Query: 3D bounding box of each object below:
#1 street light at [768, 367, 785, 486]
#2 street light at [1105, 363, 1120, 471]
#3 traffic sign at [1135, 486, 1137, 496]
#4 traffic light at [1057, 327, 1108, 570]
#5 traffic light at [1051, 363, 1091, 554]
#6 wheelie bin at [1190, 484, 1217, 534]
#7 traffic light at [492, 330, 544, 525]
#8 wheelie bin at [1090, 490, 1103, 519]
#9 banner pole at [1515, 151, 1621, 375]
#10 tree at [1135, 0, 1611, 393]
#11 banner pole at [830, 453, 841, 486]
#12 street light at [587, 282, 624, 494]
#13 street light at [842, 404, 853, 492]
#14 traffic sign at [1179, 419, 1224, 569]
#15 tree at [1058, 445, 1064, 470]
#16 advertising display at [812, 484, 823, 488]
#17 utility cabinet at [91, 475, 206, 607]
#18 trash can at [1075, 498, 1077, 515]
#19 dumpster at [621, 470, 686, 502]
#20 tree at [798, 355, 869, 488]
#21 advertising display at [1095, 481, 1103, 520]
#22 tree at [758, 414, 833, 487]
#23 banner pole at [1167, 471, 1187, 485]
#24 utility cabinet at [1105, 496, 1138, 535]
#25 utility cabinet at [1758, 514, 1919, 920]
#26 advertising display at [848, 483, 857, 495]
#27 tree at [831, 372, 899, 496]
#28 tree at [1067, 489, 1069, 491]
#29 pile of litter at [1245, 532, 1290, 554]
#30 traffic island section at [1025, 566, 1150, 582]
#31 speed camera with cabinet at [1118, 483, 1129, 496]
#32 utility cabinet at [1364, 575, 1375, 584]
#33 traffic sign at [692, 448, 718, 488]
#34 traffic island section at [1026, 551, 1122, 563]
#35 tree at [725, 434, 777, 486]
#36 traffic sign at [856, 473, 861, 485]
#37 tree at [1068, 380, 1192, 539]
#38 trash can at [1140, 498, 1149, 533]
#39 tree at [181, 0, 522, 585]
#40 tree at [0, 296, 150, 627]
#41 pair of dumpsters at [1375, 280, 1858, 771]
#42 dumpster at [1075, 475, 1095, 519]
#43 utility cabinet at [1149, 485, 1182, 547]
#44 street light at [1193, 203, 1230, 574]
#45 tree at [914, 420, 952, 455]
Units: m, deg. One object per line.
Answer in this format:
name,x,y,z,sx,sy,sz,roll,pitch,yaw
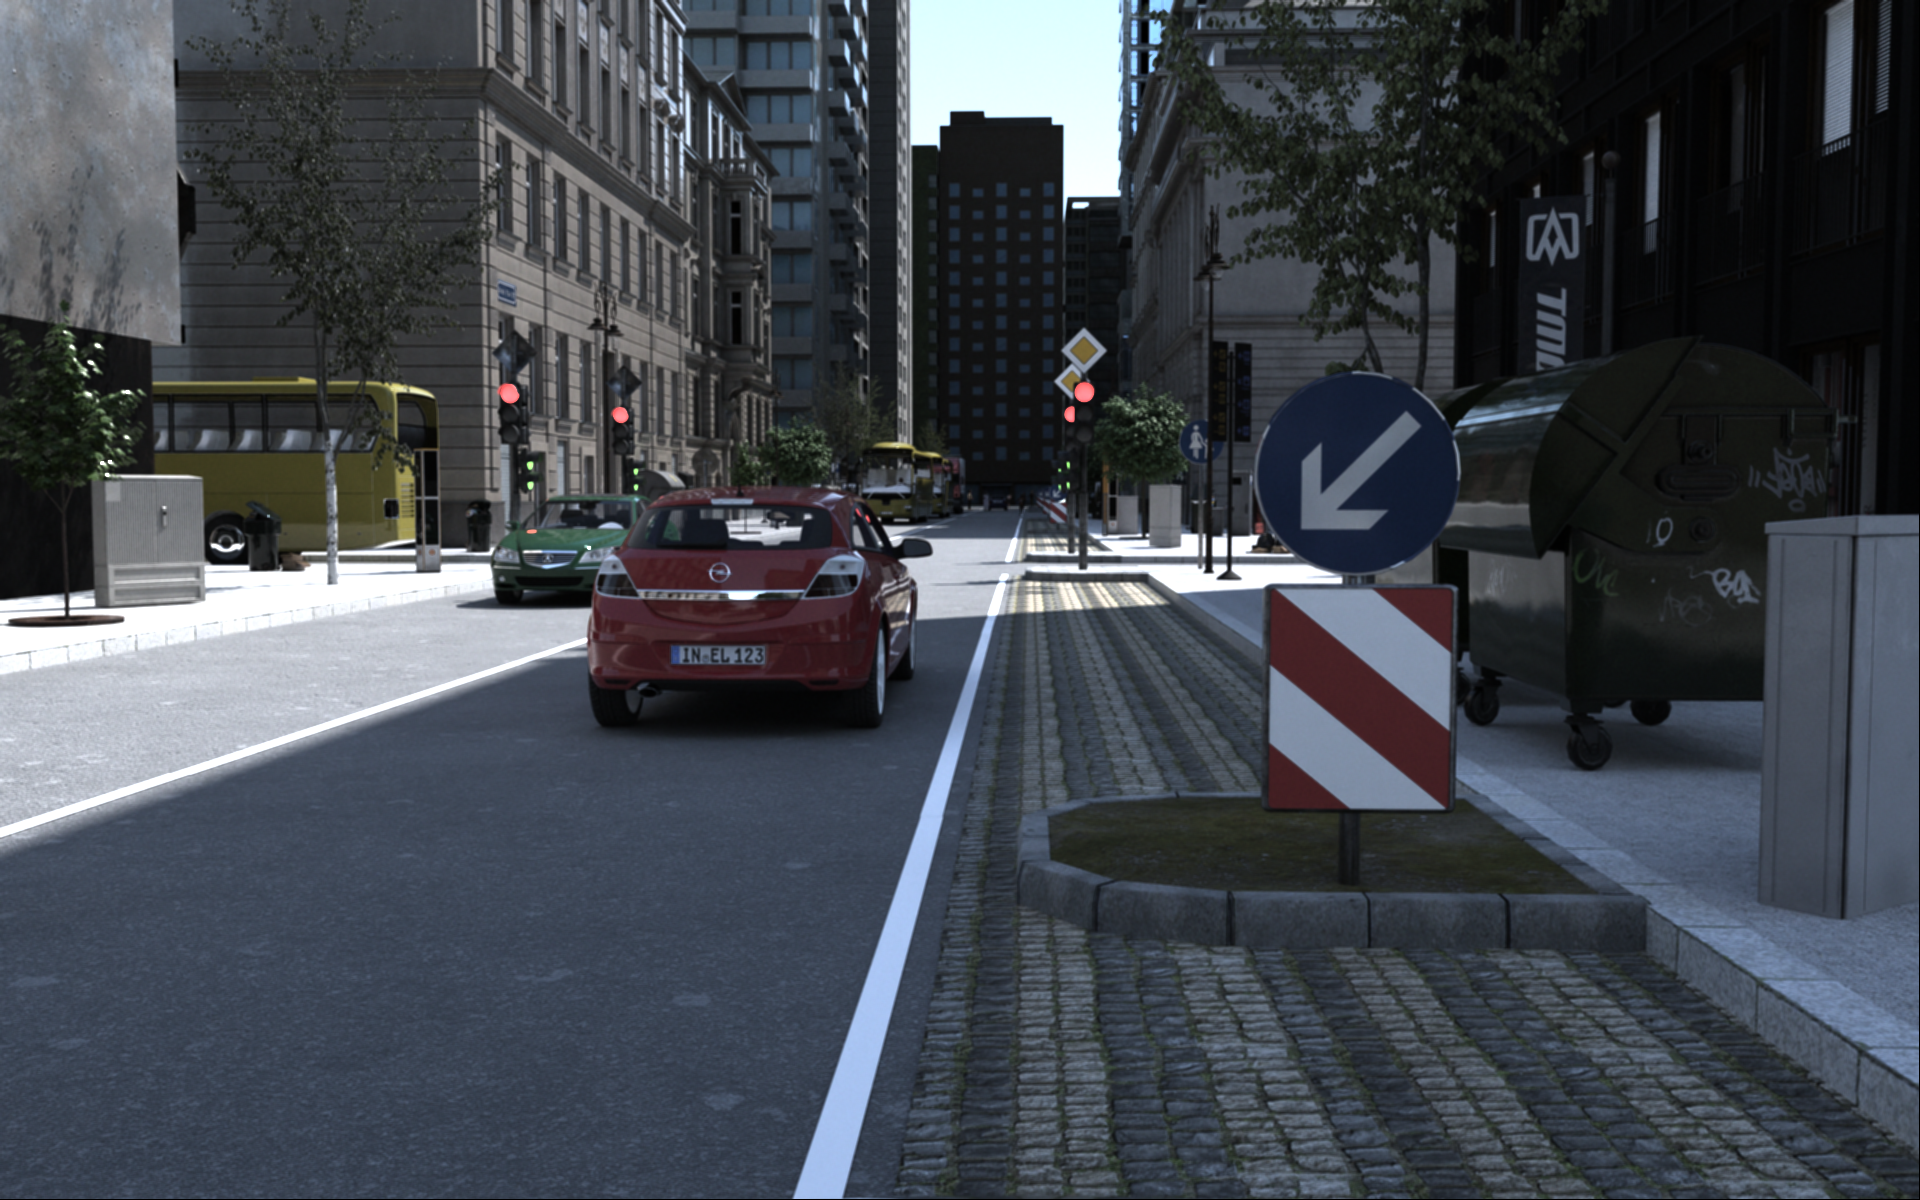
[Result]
street light,-6.688,-5.531,63.216,0.468,5.910,1.993,0,4,2
street light,5.368,-5.389,60.905,0.468,5.910,1.993,0,4,2
traffic sign,5.616,-3.374,55.271,0.768,2.556,0.104,1,4,10
traffic light,2.068,-2.467,29.256,0.839,4.253,0.868,0,4,2
traffic light,2.384,-2.955,37.235,0.839,4.253,0.868,0,4,2
wheelie bin,7.870,-2.943,56.026,0.980,1.594,0.693,3,4,38
traffic light,-7.586,-2.489,29.620,0.839,4.253,0.868,0,4,2
wheelie bin,7.071,-4.943,88.724,0.693,1.594,0.980,2,4,30
banner pole,4.538,-1.396,12.837,0.863,3.779,0.401,1,4,21
tree,4.151,-4.055,16.661,4.737,8.622,4.395,0,3,0
banner pole,-7.091,-6.593,97.808,0.863,3.779,0.401,0,4,0
street light,-7.715,-3.980,37.865,0.468,5.910,1.993,0,4,2
street light,-5.757,-7.082,88.571,0.468,5.910,1.993,0,4,2
traffic sign,4.120,-1.804,29.608,0.768,2.556,0.104,0,4,8
tree,6.821,-6.834,95.445,4.285,4.588,4.351,0,3,0
advertising display,-8.816,-6.165,106.017,0.974,1.923,0.123,3,4,36
utility cabinet,-9.302,-0.686,19.895,0.318,1.500,1.173,2,4,35
trash can,6.959,-5.472,101.115,0.748,1.137,0.748,0,3,0
dumpster,-7.461,-2.226,42.147,1.264,1.857,1.865,0,4,2
tree,-6.841,-8.675,92.193,4.360,8.622,3.978,0,3,0
advertising display,6.971,-5.002,86.995,0.123,1.923,0.974,-1,4,-13
tree,-6.756,-5.377,71.629,4.285,4.588,4.351,0,3,0
banner pole,7.428,-4.268,59.801,0.863,3.779,0.401,1,4,9
utility cabinet,5.099,-2.660,54.655,1.020,1.237,0.306,0,4,1
utility cabinet,2.986,0.341,5.583,1.020,1.237,0.306,-2,4,-35
advertising display,-6.403,-5.828,100.502,0.974,1.923,0.123,-3,5,-41
tree,-5.858,-9.480,105.362,4.737,8.622,4.395,0,3,0
tree,9.067,-8.712,137.039,1.663,3.219,1.824,0,3,0
pile of litter,7.065,-1.437,37.468,1.719,0.858,1.176,1,4,16
traffic island section,2.108,-0.433,29.368,2.009,0.180,2.903,0,4,2
speed camera with cabinet,7.202,-5.199,79.334,0.660,3.252,2.038,1,4,21
utility cabinet,5.434,-0.814,21.983,1.173,1.500,0.318,-3,4,-38
traffic sign,-7.131,-2.954,48.398,0.768,2.556,0.104,1,4,8
traffic island section,2.424,-0.921,37.347,2.009,0.180,2.903,0,4,2
tree,-6.964,-3.758,56.046,1.663,3.219,1.824,0,3,0
traffic sign,-5.680,-6.181,101.163,0.768,2.556,0.104,1,4,8
tree,5.312,-4.056,50.029,4.285,4.588,4.351,0,3,0
trash can,6.312,-2.787,57.223,0.748,1.137,0.748,0,3,0
tree,-8.638,-4.518,24.237,4.360,8.622,3.978,0,3,0
tree,-8.755,-1.371,17.011,1.663,3.219,1.824,0,3,0
pair of dumpsters,3.412,-0.457,9.963,1.574,2.255,4.437,0,4,2
dumpster,6.632,-5.377,90.411,1.502,2.255,1.985,0,4,2
utility cabinet,4.936,-2.013,41.585,0.318,1.500,1.173,-1,4,-19
street light,4.030,-3.369,27.872,0.468,5.910,1.993,0,4,2
tree,-2.606,-13.562,172.103,4.737,8.622,4.395,0,3,0
